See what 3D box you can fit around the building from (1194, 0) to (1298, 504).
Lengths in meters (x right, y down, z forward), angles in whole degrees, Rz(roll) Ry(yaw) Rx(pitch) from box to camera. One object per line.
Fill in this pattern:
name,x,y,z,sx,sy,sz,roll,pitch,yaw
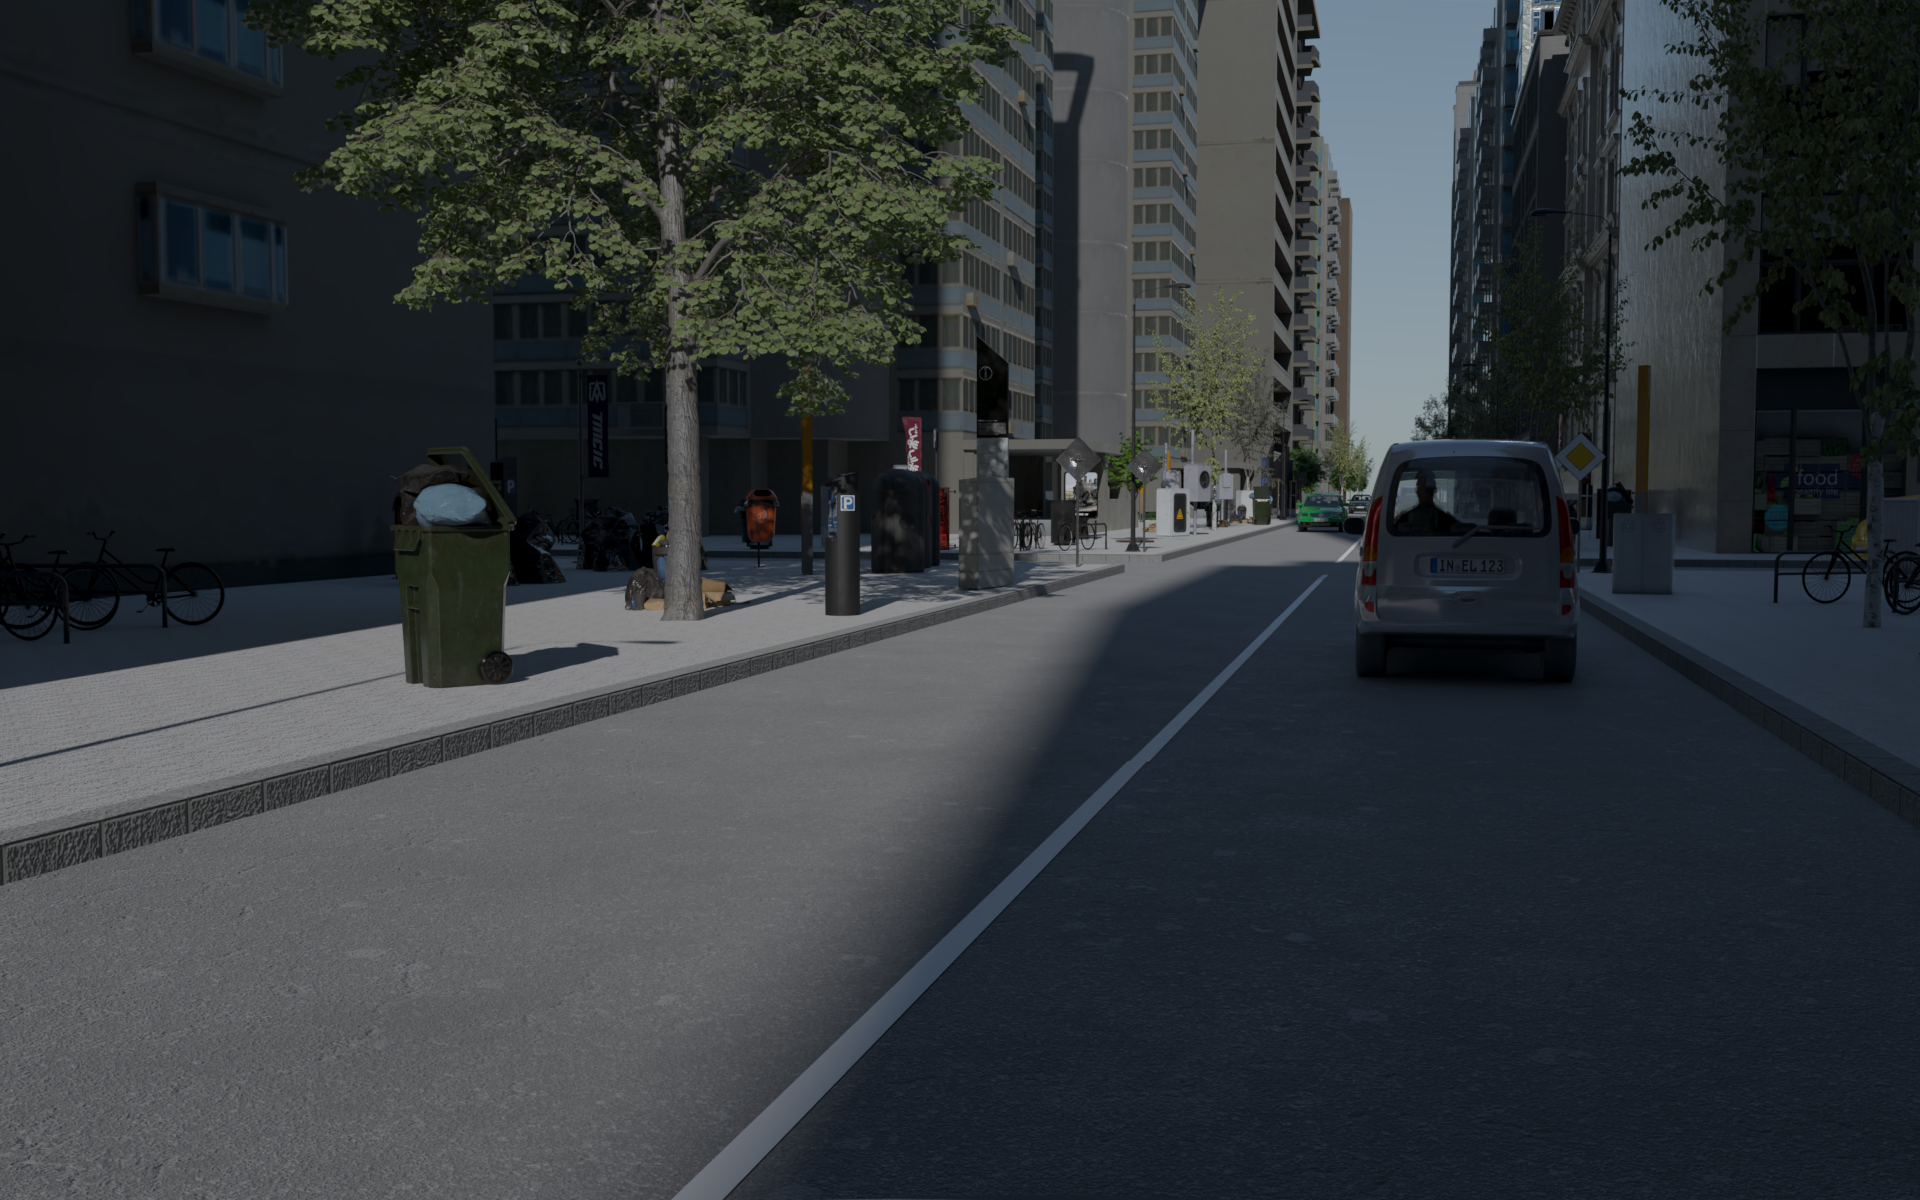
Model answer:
building,12.518,-30.595,123.929,21.300,48.544,21.600,1,4,14

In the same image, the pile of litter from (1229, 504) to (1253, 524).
pile of litter,12.398,-3.747,75.228,1.719,0.858,1.176,0,4,-4

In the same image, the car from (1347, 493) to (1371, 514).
car,29.343,-7.143,126.570,2.009,1.686,4.222,1,4,15

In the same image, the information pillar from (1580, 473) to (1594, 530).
information pillar,22.241,-3.484,61.459,0.304,2.012,0.304,-2,4,-29

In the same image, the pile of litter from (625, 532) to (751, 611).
pile of litter,-3.097,-0.353,19.729,1.719,0.858,1.176,-3,4,-36

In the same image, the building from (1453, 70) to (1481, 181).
building,80.445,-43.021,245.389,21.231,58.520,28.212,1,4,14

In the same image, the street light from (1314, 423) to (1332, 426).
street light,23.434,-8.569,112.637,1.470,5.913,1.316,1,4,14

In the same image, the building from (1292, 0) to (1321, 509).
building,19.220,-30.238,149.017,22.147,44.769,28.867,1,4,14

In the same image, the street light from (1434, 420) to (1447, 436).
street light,30.517,-8.296,108.174,1.470,5.913,1.316,1,4,14

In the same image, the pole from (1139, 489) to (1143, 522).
pole,8.243,-5.189,78.676,0.158,3.312,0.155,0,3,0

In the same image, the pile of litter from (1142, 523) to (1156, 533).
pile of litter,6.672,-2.716,58.364,1.176,0.858,1.719,2,4,27

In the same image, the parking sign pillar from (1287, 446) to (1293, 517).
parking sign pillar,18.420,-6.745,98.759,1.447,3.967,1.447,-2,4,-27

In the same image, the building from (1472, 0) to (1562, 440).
building,51.348,-50.014,130.399,22.319,86.520,31.000,1,4,14

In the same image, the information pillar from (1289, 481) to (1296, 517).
information pillar,18.329,-5.558,95.362,0.304,2.012,0.304,0,4,-3

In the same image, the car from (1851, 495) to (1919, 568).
car,17.947,-1.237,30.452,3.980,1.641,2.015,1,4,13

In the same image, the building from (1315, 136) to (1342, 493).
building,39.822,-37.623,234.749,23.786,49.044,30.456,1,4,14

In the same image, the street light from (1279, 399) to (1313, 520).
street light,16.431,-6.882,85.064,1.470,5.913,1.316,1,4,14

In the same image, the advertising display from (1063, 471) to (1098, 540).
advertising display,3.403,-2.663,48.760,0.974,1.923,0.123,0,4,-7

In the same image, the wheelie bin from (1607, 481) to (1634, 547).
wheelie bin,16.058,-2.105,42.324,0.693,1.594,0.980,1,4,13

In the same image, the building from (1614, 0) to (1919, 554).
building,35.134,-14.498,41.558,34.151,26.468,19.350,1,4,14

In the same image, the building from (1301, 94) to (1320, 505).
building,27.496,-29.724,169.580,14.154,41.232,14.086,1,4,14

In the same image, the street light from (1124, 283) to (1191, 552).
street light,4.379,-4.022,38.307,1.470,5.913,1.316,1,4,14

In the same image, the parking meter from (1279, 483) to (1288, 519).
parking meter,16.642,-5.097,89.042,0.399,1.863,0.255,0,4,5

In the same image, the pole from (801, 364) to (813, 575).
pole,-2.416,-2.046,27.295,0.158,3.312,0.155,0,3,0

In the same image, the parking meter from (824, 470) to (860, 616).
parking meter,-1.245,-0.608,18.346,0.372,1.533,0.369,0,3,0

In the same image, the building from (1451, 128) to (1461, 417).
building,69.766,-35.723,203.671,23.786,49.044,30.456,1,4,14

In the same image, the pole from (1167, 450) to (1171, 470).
pole,9.734,-5.326,80.920,0.158,3.312,0.155,0,3,0

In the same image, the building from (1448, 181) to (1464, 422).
building,71.196,-33.205,226.494,14.154,41.232,14.086,1,4,14

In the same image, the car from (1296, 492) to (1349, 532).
car,13.934,-3.525,66.437,1.959,1.807,4.718,1,4,14

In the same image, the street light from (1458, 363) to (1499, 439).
street light,18.443,-5.432,61.356,1.470,5.913,1.316,1,4,14

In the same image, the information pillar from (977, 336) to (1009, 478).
information pillar,0.468,-2.096,25.620,0.504,3.616,0.183,1,4,13

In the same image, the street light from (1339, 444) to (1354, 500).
street light,35.441,-11.421,159.275,1.470,5.913,1.316,1,4,14

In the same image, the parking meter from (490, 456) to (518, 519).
parking meter,-7.053,-1.289,26.793,0.255,1.863,0.399,2,4,25

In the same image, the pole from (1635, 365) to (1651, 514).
pole,10.834,-2.059,27.507,0.158,3.312,0.155,0,3,0

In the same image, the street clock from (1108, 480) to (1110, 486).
street clock,6.707,-4.353,75.737,0.471,2.002,0.358,2,4,25

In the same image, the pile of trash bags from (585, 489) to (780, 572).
pile of trash bags,-4.813,-1.222,29.729,3.447,1.369,1.912,-1,4,-16

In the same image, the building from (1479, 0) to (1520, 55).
building,59.663,-33.137,161.400,23.786,49.044,30.456,1,4,14

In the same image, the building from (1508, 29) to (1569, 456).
building,38.002,-18.408,94.485,14.314,27.812,24.014,1,4,14

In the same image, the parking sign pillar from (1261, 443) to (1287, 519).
parking sign pillar,16.122,-6.260,90.821,1.447,3.967,1.447,1,4,21

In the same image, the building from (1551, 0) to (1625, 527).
building,32.265,-17.349,71.053,14.401,28.519,23.554,1,4,14

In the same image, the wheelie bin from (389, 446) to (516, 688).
wheelie bin,-3.424,-0.231,11.680,0.693,1.594,0.980,-3,5,-39

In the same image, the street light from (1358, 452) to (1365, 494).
street light,43.945,-13.454,192.509,1.470,5.913,1.316,1,4,14

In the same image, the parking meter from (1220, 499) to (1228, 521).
parking meter,12.577,-4.531,82.492,0.372,1.533,0.369,0,3,0

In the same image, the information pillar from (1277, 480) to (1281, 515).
information pillar,17.268,-5.435,93.350,0.304,2.012,0.304,0,4,-1

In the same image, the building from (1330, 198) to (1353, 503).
building,50.429,-37.044,255.772,14.600,45.320,14.200,1,4,14

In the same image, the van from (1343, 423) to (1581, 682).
van,4.260,-0.471,14.720,2.013,2.044,4.112,1,4,15

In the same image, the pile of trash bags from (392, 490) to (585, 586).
pile of trash bags,-7.326,-0.953,25.331,3.447,1.369,1.912,3,5,44

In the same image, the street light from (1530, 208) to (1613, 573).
street light,9.959,-3.405,28.209,1.470,5.913,1.316,1,4,14

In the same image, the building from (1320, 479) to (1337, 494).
building,29.300,-31.652,209.390,32.217,40.220,23.993,1,4,14

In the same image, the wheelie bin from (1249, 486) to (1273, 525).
wheelie bin,12.856,-4.013,73.517,0.693,1.594,0.980,-2,4,-27
